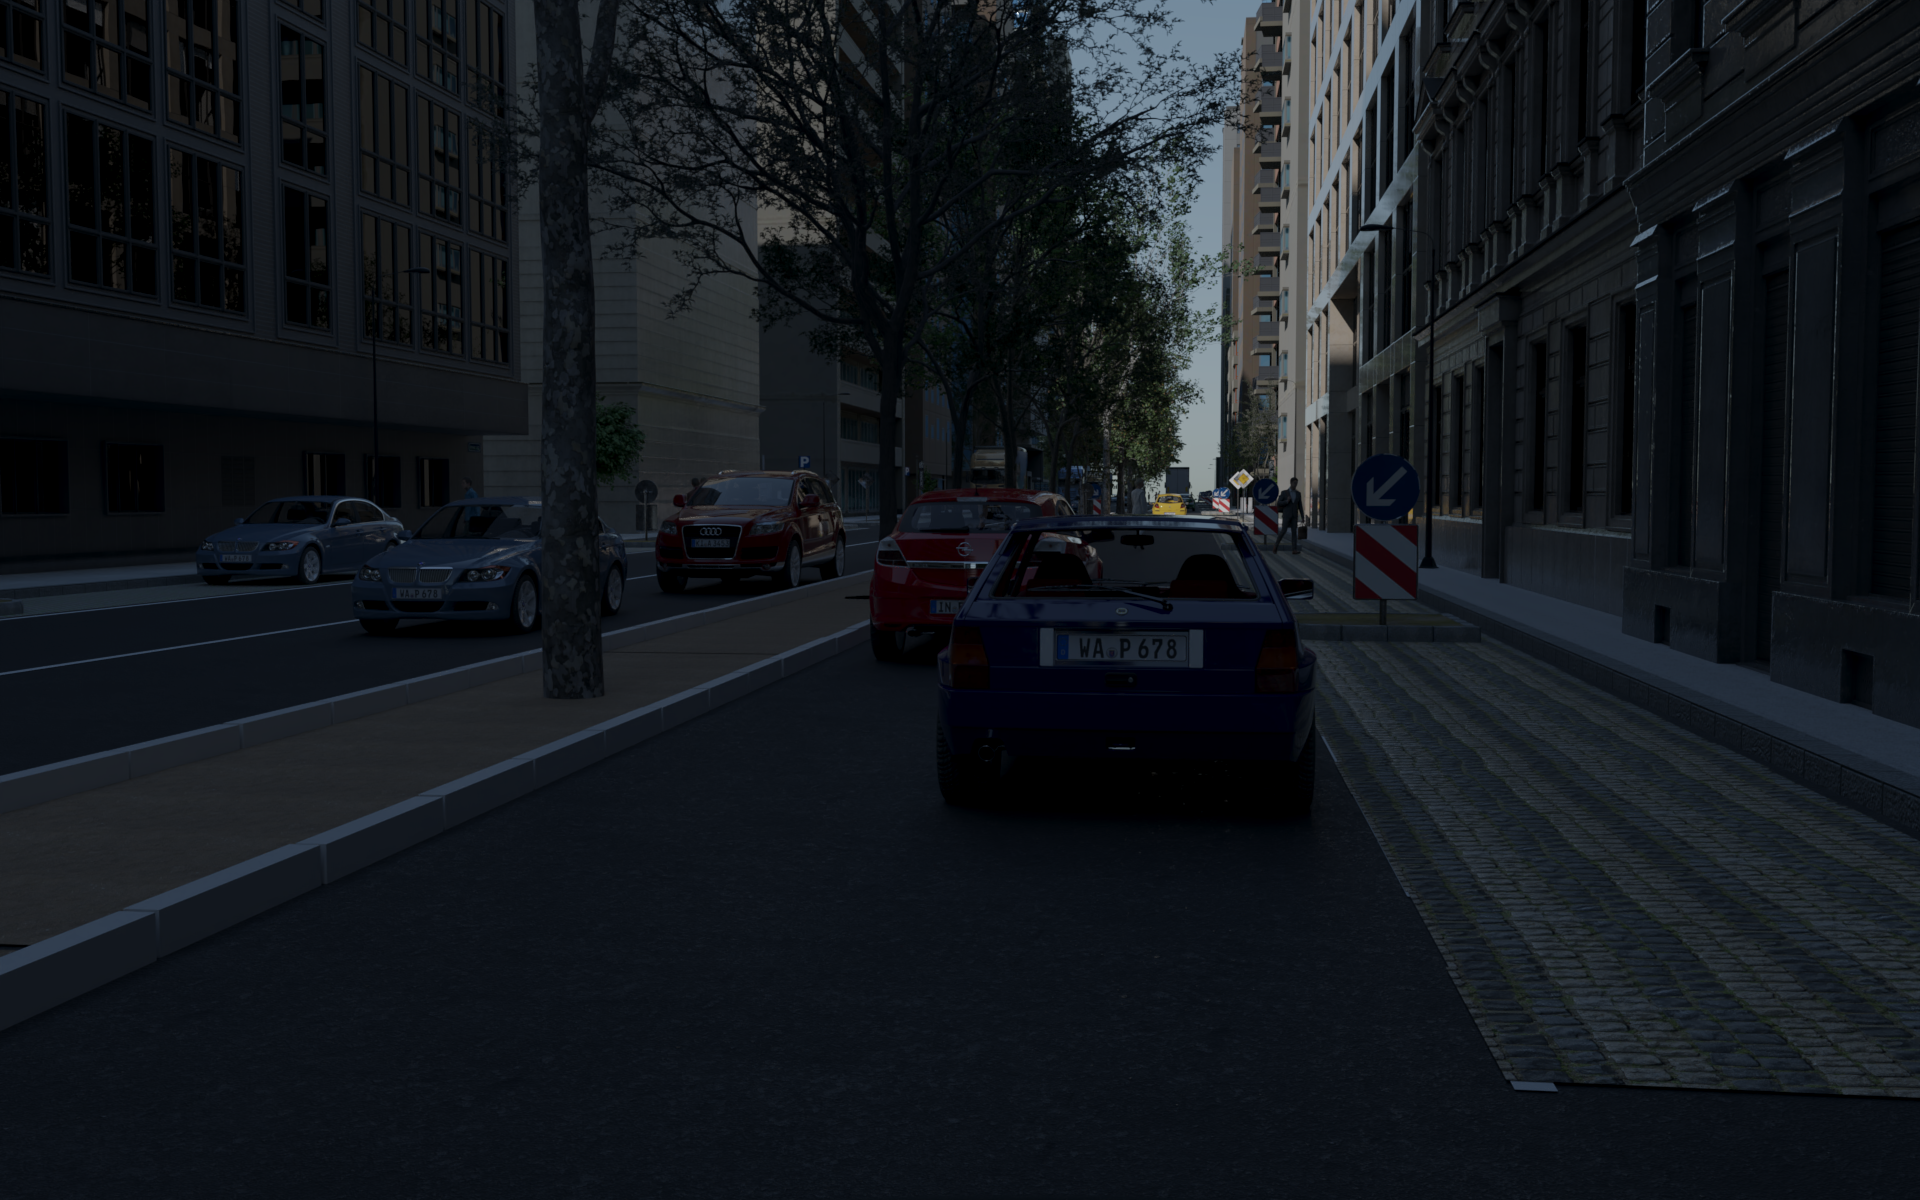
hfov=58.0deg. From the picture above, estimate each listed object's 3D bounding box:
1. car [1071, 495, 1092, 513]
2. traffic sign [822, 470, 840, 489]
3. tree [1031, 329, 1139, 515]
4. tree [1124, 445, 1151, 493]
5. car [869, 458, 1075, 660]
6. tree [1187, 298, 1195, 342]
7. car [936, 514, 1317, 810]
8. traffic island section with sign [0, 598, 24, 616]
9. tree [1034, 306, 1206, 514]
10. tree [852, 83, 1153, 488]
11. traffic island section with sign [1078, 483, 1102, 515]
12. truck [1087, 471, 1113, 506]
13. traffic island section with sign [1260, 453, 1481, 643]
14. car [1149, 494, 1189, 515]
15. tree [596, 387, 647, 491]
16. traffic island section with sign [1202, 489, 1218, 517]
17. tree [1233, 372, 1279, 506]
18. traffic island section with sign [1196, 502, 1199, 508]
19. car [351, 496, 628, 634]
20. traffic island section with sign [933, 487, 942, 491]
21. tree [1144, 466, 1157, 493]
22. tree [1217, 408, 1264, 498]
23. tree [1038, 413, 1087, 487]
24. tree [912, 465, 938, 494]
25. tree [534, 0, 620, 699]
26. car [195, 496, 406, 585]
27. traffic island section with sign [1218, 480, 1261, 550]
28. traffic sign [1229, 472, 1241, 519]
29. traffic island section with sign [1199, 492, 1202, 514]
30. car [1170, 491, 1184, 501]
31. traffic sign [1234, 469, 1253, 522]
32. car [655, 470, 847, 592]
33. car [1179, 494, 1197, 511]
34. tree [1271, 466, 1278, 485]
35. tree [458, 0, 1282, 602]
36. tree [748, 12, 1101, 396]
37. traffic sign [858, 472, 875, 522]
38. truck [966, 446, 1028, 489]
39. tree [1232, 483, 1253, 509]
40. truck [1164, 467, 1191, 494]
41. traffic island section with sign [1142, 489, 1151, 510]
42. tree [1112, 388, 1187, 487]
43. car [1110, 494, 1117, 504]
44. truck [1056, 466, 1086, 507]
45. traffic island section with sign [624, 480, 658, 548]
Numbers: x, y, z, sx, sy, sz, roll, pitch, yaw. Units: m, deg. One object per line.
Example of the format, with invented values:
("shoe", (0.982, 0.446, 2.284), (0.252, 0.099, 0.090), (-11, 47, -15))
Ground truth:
("car", (9.506, -7.386, 132.766), (2.014, 1.417, 4.499), (1, 4, 8))
("traffic sign", (-5.338, -4.141, 71.355), (0.795, 2.450, 0.064), (0, 4, 8))
("tree", (4.707, -6.952, 66.480), (4.360, 8.622, 3.978), (0, 3, 0))
("tree", (14.877, -11.621, 142.815), (4.737, 8.622, 4.395), (0, 3, 0))
("car", (0.353, -0.447, 16.346), (2.155, 1.783, 4.494), (1, 4, 8))
("tree", (2.632, -6.983, 51.047), (8.767, 10.594, 7.601), (0, 4, 8))
("car", (0.938, 0.202, 9.284), (1.945, 1.354, 3.894), (0, 4, 8))
("traffic island section with sign", (-12.187, -0.709, 20.216), (1.989, 1.847, 2.006), (0, 4, 8))
("tree", (9.239, -11.003, 99.358), (9.611, 12.733, 9.660), (0, 3, 0))
("tree", (1.161, -6.977, 42.284), (9.928, 11.665, 9.643), (0, 3, 0))
("traffic island section with sign", (6.055, -4.249, 77.612), (2.006, 1.907, 1.989), (0, 4, 8))
("truck", (16.866, -13.507, 209.749), (2.839, 4.237, 11.283), (1, 4, 9))
("traffic island section with sign", (4.135, -0.551, 17.639), (1.989, 1.847, 2.006), (0, 4, 8))
("car", (10.747, -4.817, 88.979), (2.015, 1.641, 3.980), (0, 4, 6))
("tree", (-11.094, -4.207, 52.497), (4.285, 4.588, 4.351), (0, 3, 0))
("traffic island section with sign", (15.043, -5.555, 99.450), (1.989, 1.847, 2.006), (0, 4, 8))
("tree", (18.417, -9.486, 105.461), (4.360, 8.622, 3.978), (0, 3, 0))
("traffic island section with sign", (25.288, -10.258, 176.338), (1.989, 1.847, 2.006), (0, 4, 8))
("car", (-5.088, -0.447, 19.316), (2.014, 1.417, 4.499), (0, 4, 7))
("traffic island section with sign", (-1.297, -5.704, 101.881), (1.989, 1.847, 2.006), (0, 4, 8))
("tree", (9.890, -9.401, 106.531), (4.360, 8.622, 3.978), (0, 3, 0))
("tree", (23.873, -11.964, 145.979), (4.737, 8.622, 4.395), (0, 3, 0))
("tree", (13.375, -19.002, 228.815), (7.486, 12.596, 7.792), (0, 3, 0))
("tree", (-2.192, -7.393, 115.480), (1.663, 3.219, 1.824), (0, 3, 0))
("tree", (-1.635, -9.312, 10.600), (12.611, 20.169, 13.585), (0, 3, 0))
("car", (-10.819, -1.024, 28.741), (2.014, 1.417, 4.499), (0, 4, 8))
("traffic island section with sign", (7.695, -2.186, 44.376), (1.989, 1.847, 2.006), (0, 4, 8))
("traffic sign", (12.362, -4.489, 77.039), (0.795, 2.450, 0.064), (0, 4, 8))
("traffic island section with sign", (18.602, -7.189, 126.170), (1.989, 1.847, 2.006), (0, 4, 8))
("car", (15.841, -7.337, 130.183), (2.015, 1.641, 3.980), (0, 4, 8))
("traffic sign", (11.306, -4.005, 69.123), (0.795, 2.450, 0.064), (0, 4, 8))
("car", (-3.150, -1.118, 26.954), (2.281, 1.827, 5.304), (0, 4, 8))
("car", (18.833, -8.169, 145.353), (2.131, 1.459, 4.920), (0, 4, 8))
("tree", (19.097, -6.548, 101.669), (1.663, 3.219, 1.824), (0, 3, 0))
("tree", (-0.979, -6.751, 23.212), (12.009, 13.543, 11.850), (0, 3, 0))
("tree", (-0.174, -5.890, 33.169), (8.767, 10.594, 7.601), (0, 4, 8))
("traffic sign", (-4.283, -4.626, 79.271), (0.795, 2.450, 0.064), (0, 4, 8))
("truck", (2.305, -6.974, 102.930), (2.839, 4.237, 11.283), (0, 4, 7))
("tree", (25.150, -9.750, 154.009), (1.663, 3.219, 1.824), (0, 3, 0))
("truck", (23.081, -11.923, 183.855), (2.839, 4.237, 11.283), (0, 4, 7))
("traffic island section with sign", (15.978, -8.805, 152.095), (2.006, 1.907, 1.989), (0, 4, 8))
("tree", (15.595, -13.975, 149.068), (7.486, 12.596, 7.792), (0, 3, 0))
("car", (22.452, -14.856, 254.890), (2.014, 1.417, 4.499), (0, 4, 7))
("truck", (11.369, -11.183, 172.599), (2.967, 4.110, 18.799), (0, 4, 6))
("traffic island section with sign", (-8.629, -2.343, 46.936), (1.989, 1.847, 2.006), (0, 4, 8))
